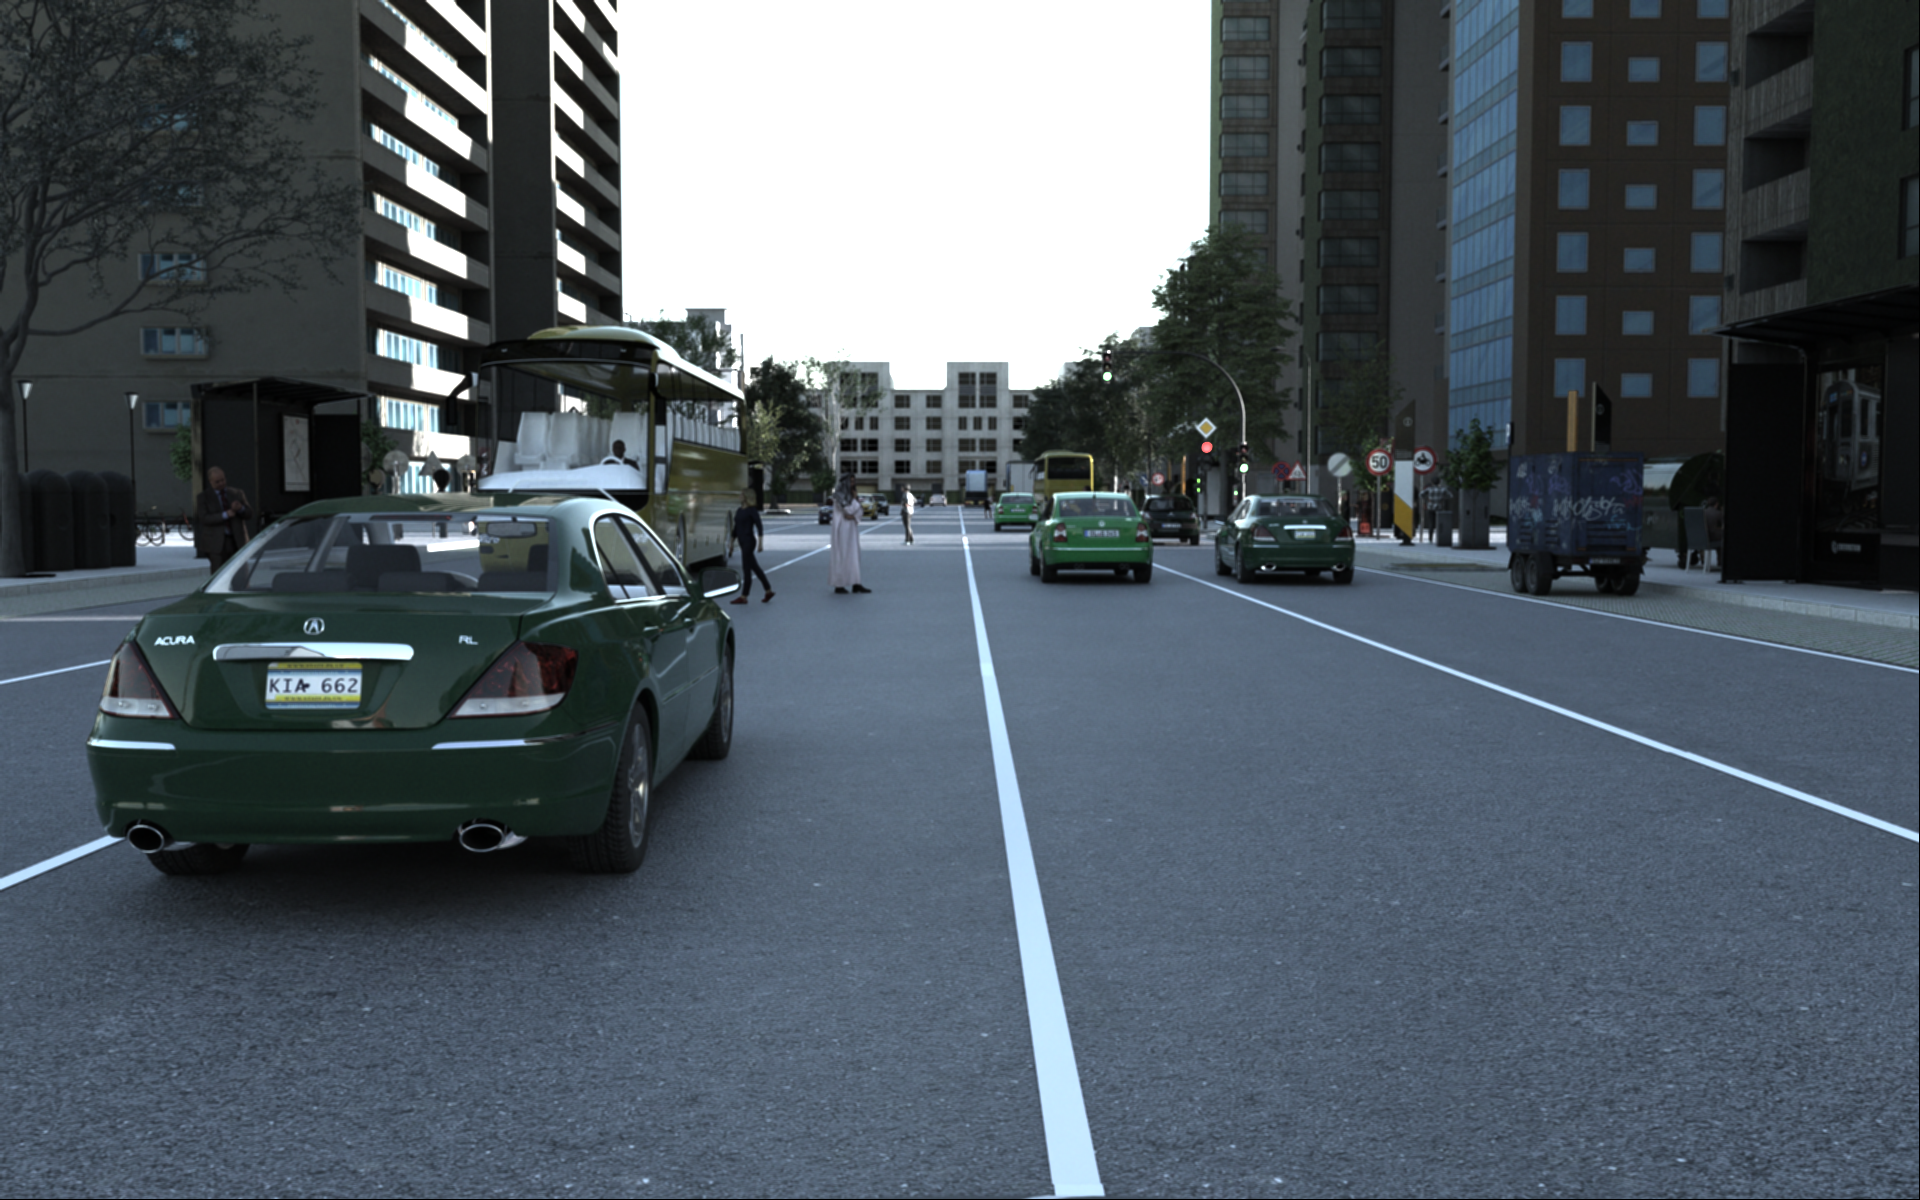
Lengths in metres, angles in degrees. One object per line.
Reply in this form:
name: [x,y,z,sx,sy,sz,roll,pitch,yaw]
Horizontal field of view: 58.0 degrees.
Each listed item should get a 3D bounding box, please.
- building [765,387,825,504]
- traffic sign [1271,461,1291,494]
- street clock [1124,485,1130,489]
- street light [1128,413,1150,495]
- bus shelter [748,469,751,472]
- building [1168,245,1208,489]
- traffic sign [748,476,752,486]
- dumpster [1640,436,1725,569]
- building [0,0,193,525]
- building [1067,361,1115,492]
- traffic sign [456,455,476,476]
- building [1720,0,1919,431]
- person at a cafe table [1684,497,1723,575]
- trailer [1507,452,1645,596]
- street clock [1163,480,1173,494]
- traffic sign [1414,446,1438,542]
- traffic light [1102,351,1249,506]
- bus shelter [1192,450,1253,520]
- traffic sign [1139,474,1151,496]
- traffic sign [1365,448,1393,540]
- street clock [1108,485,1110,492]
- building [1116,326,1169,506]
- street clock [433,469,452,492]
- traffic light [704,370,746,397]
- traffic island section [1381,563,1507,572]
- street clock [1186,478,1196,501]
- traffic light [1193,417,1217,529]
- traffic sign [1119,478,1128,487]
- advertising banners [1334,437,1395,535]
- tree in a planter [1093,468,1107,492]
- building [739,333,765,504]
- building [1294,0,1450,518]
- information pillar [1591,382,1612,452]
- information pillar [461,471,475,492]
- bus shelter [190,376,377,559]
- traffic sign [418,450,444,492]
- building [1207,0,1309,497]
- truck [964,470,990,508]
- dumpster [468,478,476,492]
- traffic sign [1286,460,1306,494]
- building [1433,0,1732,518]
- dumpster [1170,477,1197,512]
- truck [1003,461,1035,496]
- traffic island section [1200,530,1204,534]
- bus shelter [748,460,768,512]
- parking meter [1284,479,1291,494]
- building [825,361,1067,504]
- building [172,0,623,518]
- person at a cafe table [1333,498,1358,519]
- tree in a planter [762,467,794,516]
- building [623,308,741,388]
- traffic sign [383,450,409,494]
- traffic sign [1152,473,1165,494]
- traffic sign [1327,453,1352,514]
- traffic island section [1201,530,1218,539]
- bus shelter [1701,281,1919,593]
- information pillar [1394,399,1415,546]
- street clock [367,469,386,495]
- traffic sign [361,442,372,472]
building: [-33.568,-22.720,237.926,31.486,18.905,16.747,0,3,0]
traffic sign: [12.519,-4.122,67.503,0.768,2.556,0.104,1,4,9]
street clock: [13.204,-8.098,136.973,0.471,2.002,0.358,2,4,24]
street light: [10.362,-7.768,99.554,1.470,5.913,1.316,0,3,0]
bus shelter: [-15.092,-7.375,114.511,2.014,3.302,5.546,0,3,0]
building: [32.726,-19.247,158.655,27.936,21.610,32.646,0,3,0]
traffic sign: [-14.646,-7.267,118.916,0.768,2.556,0.104,0,4,1]
dumpster: [12.709,-1.693,30.169,1.502,2.255,1.985,0,4,0]
building: [-35.235,-27.926,80.295,21.300,48.544,21.600,0,3,0]
building: [29.599,-22.787,239.019,31.486,18.905,16.747,0,3,0]
traffic sign: [-16.016,-3.439,56.334,0.768,2.556,0.104,0,4,5]
building: [25.696,-16.395,39.766,14.160,30.474,14.107,0,3,0]
person at a cafe table: [12.519,-1.052,28.063,1.726,1.238,1.698,-1,4,-23]
trailer: [8.724,-1.116,25.292,1.471,1.999,3.904,0,3,0]
street clock: [11.065,-5.355,92.122,0.471,2.002,0.358,-2,4,-34]
traffic sign: [12.274,-2.807,46.005,0.768,2.556,0.104,0,4,5]
traffic light: [6.873,-4.922,55.139,4.771,5.953,1.251,0,3,0]
bus shelter: [12.294,-5.365,81.643,2.014,3.302,5.546,0,4,0]
traffic sign: [11.939,-6.818,111.583,0.768,2.556,0.104,0,4,6]
traffic sign: [11.669,-2.946,48.267,0.768,2.556,0.104,0,4,7]
street clock: [11.905,-8.071,136.529,0.471,2.002,0.358,-3,5,-41]
building: [27.129,-19.834,190.736,16.747,18.905,31.486,0,3,0]
street clock: [-15.104,-2.815,50.600,0.471,2.002,0.358,0,4,-1]
traffic light: [-10.217,-5.418,63.257,4.771,5.953,1.251,0,3,0]
traffic island section: [9.042,-0.604,32.739,1.991,0.108,1.994,0,3,0]
street clock: [10.628,-4.597,79.725,0.471,2.002,0.358,1,4,14]
traffic light: [8.952,-4.547,63.269,0.839,4.253,0.868,0,3,0]
traffic sign: [13.078,-8.435,137.918,0.884,2.594,0.081,0,4,7]
advertising banners: [12.622,-3.536,54.009,2.074,3.025,0.090,3,5,40]
tree in a planter: [8.900,-7.237,115.542,1.991,3.239,1.994,0,3,0]
building: [-39.376,-20.313,198.573,31.486,18.905,16.747,0,3,0]
building: [26.473,-20.083,100.060,14.160,30.474,14.107,0,3,0]
information pillar: [13.496,-2.763,36.522,0.504,3.616,0.183,-2,4,-27]
information pillar: [-15.723,-3.114,55.413,0.304,2.012,0.304,2,4,26]
bus shelter: [-14.492,-2.828,37.524,1.731,3.624,6.357,0,4,0]
traffic sign: [-15.549,-3.125,51.098,0.884,2.594,0.081,0,4,0]
building: [24.347,-26.801,121.784,14.154,41.232,14.086,0,3,0]
truck: [1.790,-12.137,188.193,2.967,4.110,18.799,0,4,1]
dumpster: [-14.375,-2.926,53.591,1.264,1.857,1.865,0,3,0]
traffic sign: [12.916,-4.059,66.363,0.884,2.594,0.081,0,4,3]
building: [29.921,-26.026,75.631,14.200,45.320,14.600,0,3,0]
dumpster: [12.519,-5.726,96.114,1.502,2.255,1.985,0,3,0]
truck: [5.339,-9.948,151.571,2.839,4.237,11.283,0,3,0]
traffic island section: [8.992,-2.514,63.383,2.009,0.180,2.903,0,3,0]
bus shelter: [-14.858,-8.098,123.682,1.731,3.624,6.357,0,4,0]
parking meter: [12.597,-3.731,66.706,0.255,1.863,0.399,1,4,11]
building: [-1.886,-22.760,238.582,31.486,18.905,16.747,0,3,0]
building: [-34.154,-29.733,109.842,21.300,48.544,21.600,0,3,0]
person at a cafe table: [20.076,-4.762,88.718,1.726,1.238,1.698,0,4,-4]
tree in a planter: [-12.101,-7.207,115.064,1.991,3.239,1.994,0,3,0]
building: [-30.064,-19.405,173.686,16.016,20.091,11.380,0,3,0]
traffic sign: [-16.403,-3.075,50.375,0.768,2.556,0.104,0,4,2]
traffic sign: [11.769,-6.290,102.952,0.768,2.556,0.104,0,4,7]
traffic sign: [11.637,-3.246,53.177,0.768,2.556,0.104,0,4,3]
traffic island section: [9.005,-2.025,55.398,2.009,0.180,2.903,0,3,0]
bus shelter: [11.441,-1.864,21.766,1.731,3.624,6.357,0,4,0]
information pillar: [11.035,-3.156,42.957,0.504,3.616,0.183,3,4,36]
street clock: [-16.790,-2.770,49.865,0.471,2.002,0.358,0,4,8]
traffic sign: [-14.513,-2.541,41.654,0.768,2.556,0.104,1,4,9]
